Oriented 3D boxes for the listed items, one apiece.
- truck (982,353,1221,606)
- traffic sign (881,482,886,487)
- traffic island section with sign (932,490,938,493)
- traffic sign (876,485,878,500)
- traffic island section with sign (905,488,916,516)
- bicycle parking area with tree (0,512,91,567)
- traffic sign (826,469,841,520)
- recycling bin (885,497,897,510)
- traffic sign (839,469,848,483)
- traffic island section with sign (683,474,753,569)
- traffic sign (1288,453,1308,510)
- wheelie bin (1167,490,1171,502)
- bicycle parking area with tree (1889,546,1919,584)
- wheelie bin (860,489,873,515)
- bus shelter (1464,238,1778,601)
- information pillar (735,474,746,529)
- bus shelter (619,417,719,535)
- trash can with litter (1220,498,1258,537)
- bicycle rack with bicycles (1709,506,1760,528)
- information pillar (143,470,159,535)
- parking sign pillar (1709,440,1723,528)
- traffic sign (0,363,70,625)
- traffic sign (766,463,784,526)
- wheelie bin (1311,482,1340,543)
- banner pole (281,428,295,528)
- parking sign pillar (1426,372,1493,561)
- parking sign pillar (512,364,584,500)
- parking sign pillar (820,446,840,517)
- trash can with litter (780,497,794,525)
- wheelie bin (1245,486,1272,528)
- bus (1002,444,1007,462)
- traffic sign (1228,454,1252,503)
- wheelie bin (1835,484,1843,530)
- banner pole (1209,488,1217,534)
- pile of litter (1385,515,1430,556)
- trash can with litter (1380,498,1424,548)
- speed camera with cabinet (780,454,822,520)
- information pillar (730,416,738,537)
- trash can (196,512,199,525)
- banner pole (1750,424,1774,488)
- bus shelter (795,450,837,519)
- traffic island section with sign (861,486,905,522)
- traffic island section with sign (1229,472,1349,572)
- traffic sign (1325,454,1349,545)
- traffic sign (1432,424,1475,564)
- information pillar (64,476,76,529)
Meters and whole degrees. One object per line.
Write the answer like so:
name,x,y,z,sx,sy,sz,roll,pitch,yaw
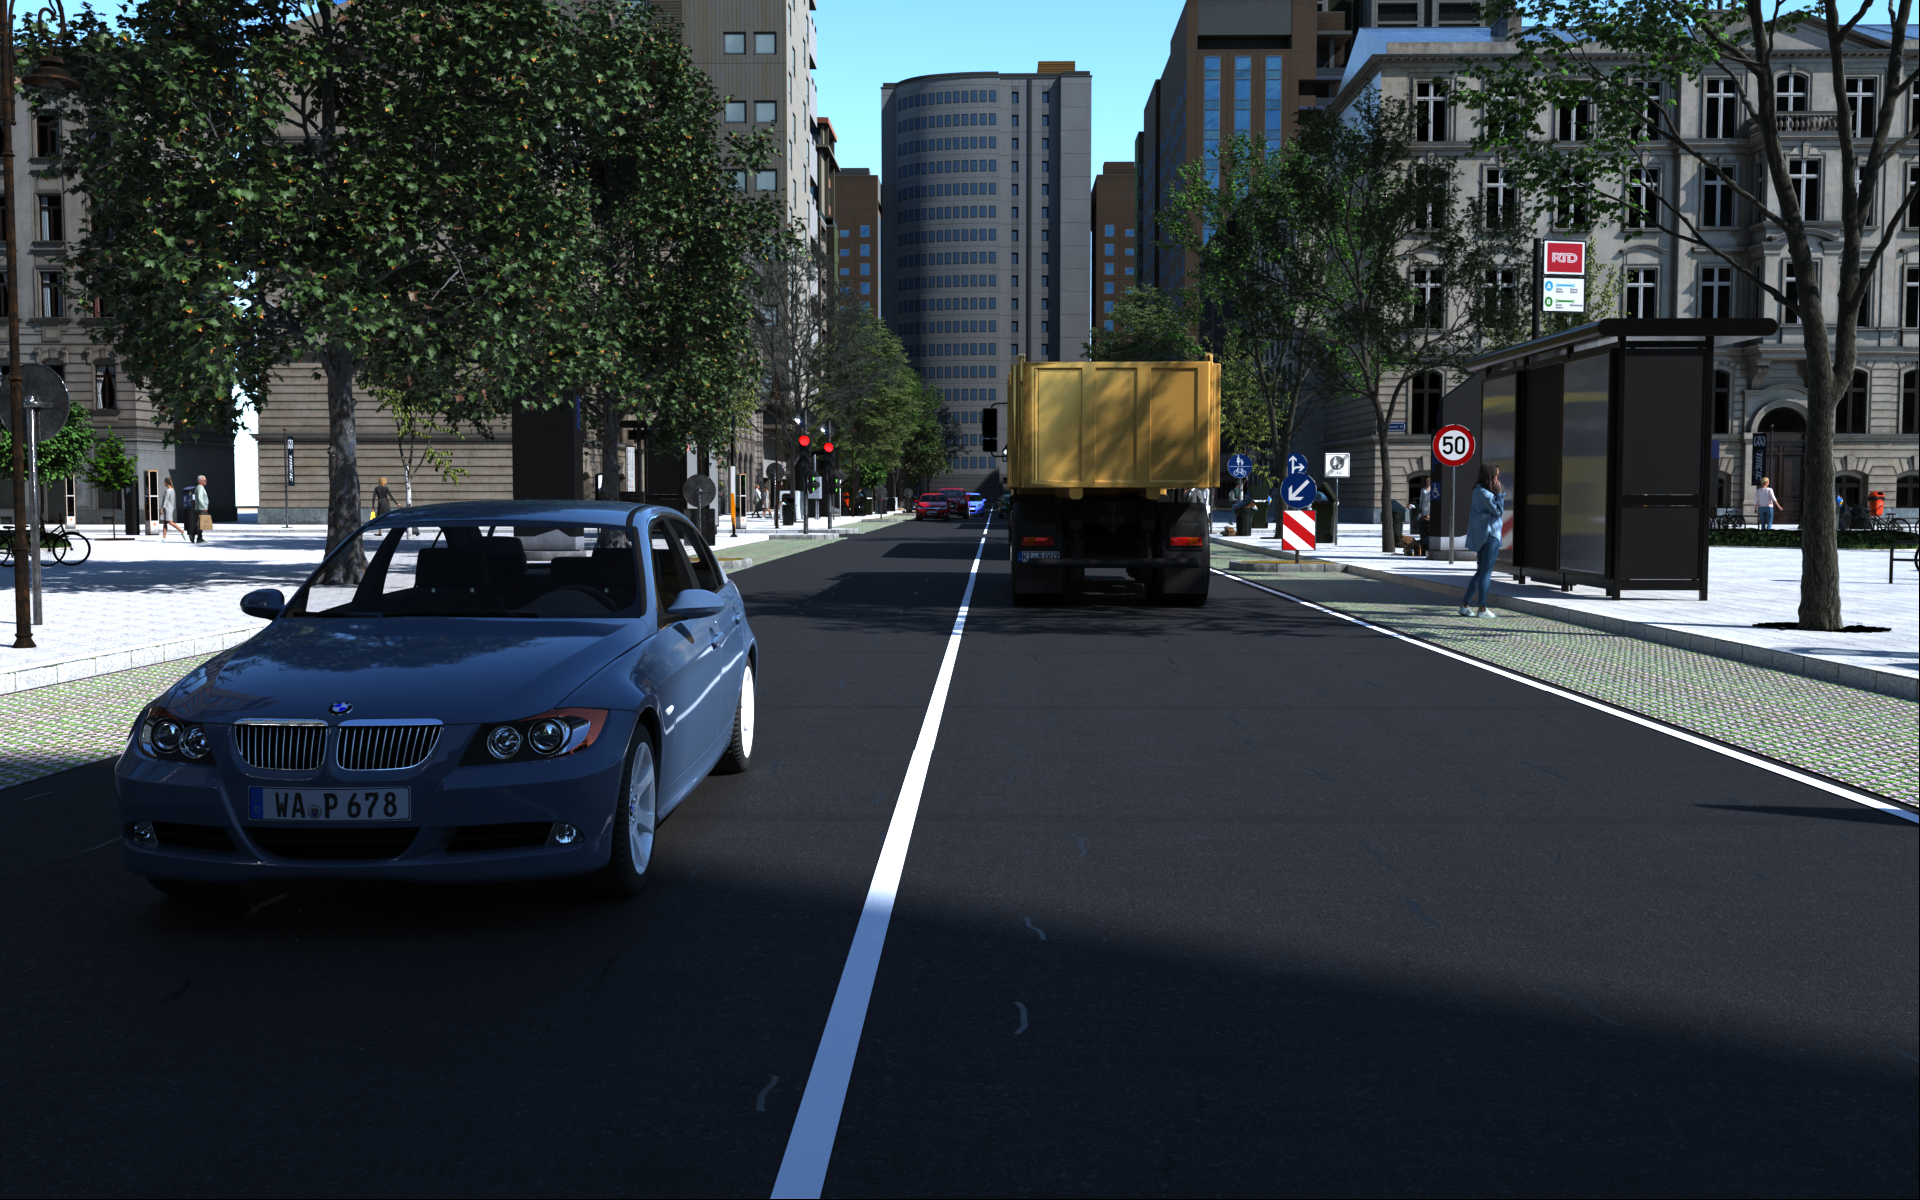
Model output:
truck,2.010,-1.830,25.850,3.469,3.379,9.791,0,4,1
traffic sign,-6.126,-8.207,134.291,0.768,2.556,0.104,0,4,3
traffic island section with sign,-2.319,-9.634,166.146,1.989,1.847,2.006,0,4,1
traffic sign,-5.729,-7.275,119.057,0.768,2.556,0.104,0,4,7
traffic island section with sign,-3.385,-6.539,115.535,1.989,1.847,2.006,0,4,1
bicycle parking area with tree,-20.587,-2.609,29.667,9.016,4.147,8.231,-3,5,-43
traffic sign,-6.291,-5.262,86.146,0.768,2.556,0.104,0,4,7
recycling bin,-5.366,-7.526,135.605,0.722,1.027,0.722,2,4,28
traffic sign,-6.156,-5.446,88.770,0.795,2.593,0.064,0,4,2
traffic island section with sign,-5.095,-1.535,33.725,1.989,1.847,2.006,0,4,1
traffic sign,10.327,-3.264,53.468,0.768,2.556,0.104,0,4,3
wheelie bin,8.881,-4.150,75.755,0.693,1.594,0.980,-1,4,-9
bicycle parking area with tree,18.047,-2.297,24.556,8.231,4.147,9.016,-2,4,-27
wheelie bin,-5.815,-6.004,106.072,0.693,1.594,0.980,3,4,36
bus shelter,8.762,-2.893,24.938,2.179,5.291,8.768,0,4,1
information pillar,-7.998,-3.586,63.124,0.304,2.012,0.304,3,5,41
bus shelter,-8.606,-4.462,50.578,2.179,5.291,8.768,0,4,1
trash can with litter,8.452,-2.518,52.561,1.055,1.170,0.624,-2,4,-27
bicycle rack with bicycles,23.569,-2.487,54.050,2.852,0.926,2.925,-1,4,-14
information pillar,-25.126,-3.017,53.819,0.304,2.012,0.304,2,4,34
parking sign pillar,26.953,-4.537,62.649,1.447,3.967,1.447,0,4,1
traffic sign,-9.040,-1.027,16.901,0.768,2.556,0.104,1,4,8
traffic sign,-7.477,-4.274,69.993,0.768,2.556,0.104,1,4,11
wheelie bin,9.541,-2.293,45.391,0.693,1.594,0.980,1,4,23
banner pole,-25.430,-4.626,65.647,0.401,3.779,0.863,0,4,8
parking sign pillar,9.817,-2.761,33.619,1.447,3.967,1.447,-1,4,-16
parking sign pillar,-8.046,-2.773,33.804,1.447,3.967,1.447,1,4,11
parking sign pillar,-7.497,-6.707,98.129,1.447,3.967,1.447,0,3,0
trash can with litter,-7.104,-3.640,70.906,0.624,1.170,1.055,-1,4,-10
wheelie bin,11.108,-3.470,64.645,0.980,1.594,0.693,0,3,0
bus,2.628,-3.148,43.022,2.896,3.916,12.252,0,4,0
traffic sign,8.816,-3.334,54.611,0.768,2.556,0.104,0,4,6
wheelie bin,26.703,-2.781,53.384,0.980,1.594,0.693,3,4,38
banner pole,8.121,-4.007,55.531,0.401,3.779,0.863,0,4,-6
pile of litter,9.818,-1.366,36.295,1.719,0.858,1.176,2,4,35
trash can with litter,10.589,-1.847,41.589,0.624,1.170,1.055,-2,4,-26
speed camera with cabinet,-7.930,-5.617,86.179,2.038,3.252,0.660,1,4,8
information pillar,-6.754,-3.682,51.554,0.183,3.616,0.504,0,4,-1
trash can,-29.064,-3.306,65.713,0.748,1.137,0.748,0,3,0
banner pole,28.951,-4.427,62.403,0.863,3.779,0.401,2,4,34
bus shelter,-7.783,-6.275,93.881,1.731,3.624,6.357,0,4,1
traffic island section with sign,-3.959,-4.864,88.154,1.989,1.847,2.006,0,4,1
traffic island section with sign,6.104,-1.458,32.474,1.989,1.847,2.006,0,4,1
traffic sign,9.422,-2.520,43.339,0.606,2.300,0.079,1,4,9
traffic sign,9.007,-1.931,31.676,0.768,2.556,0.104,0,4,3
information pillar,-32.919,-3.642,64.038,0.304,2.012,0.304,-3,4,-39
